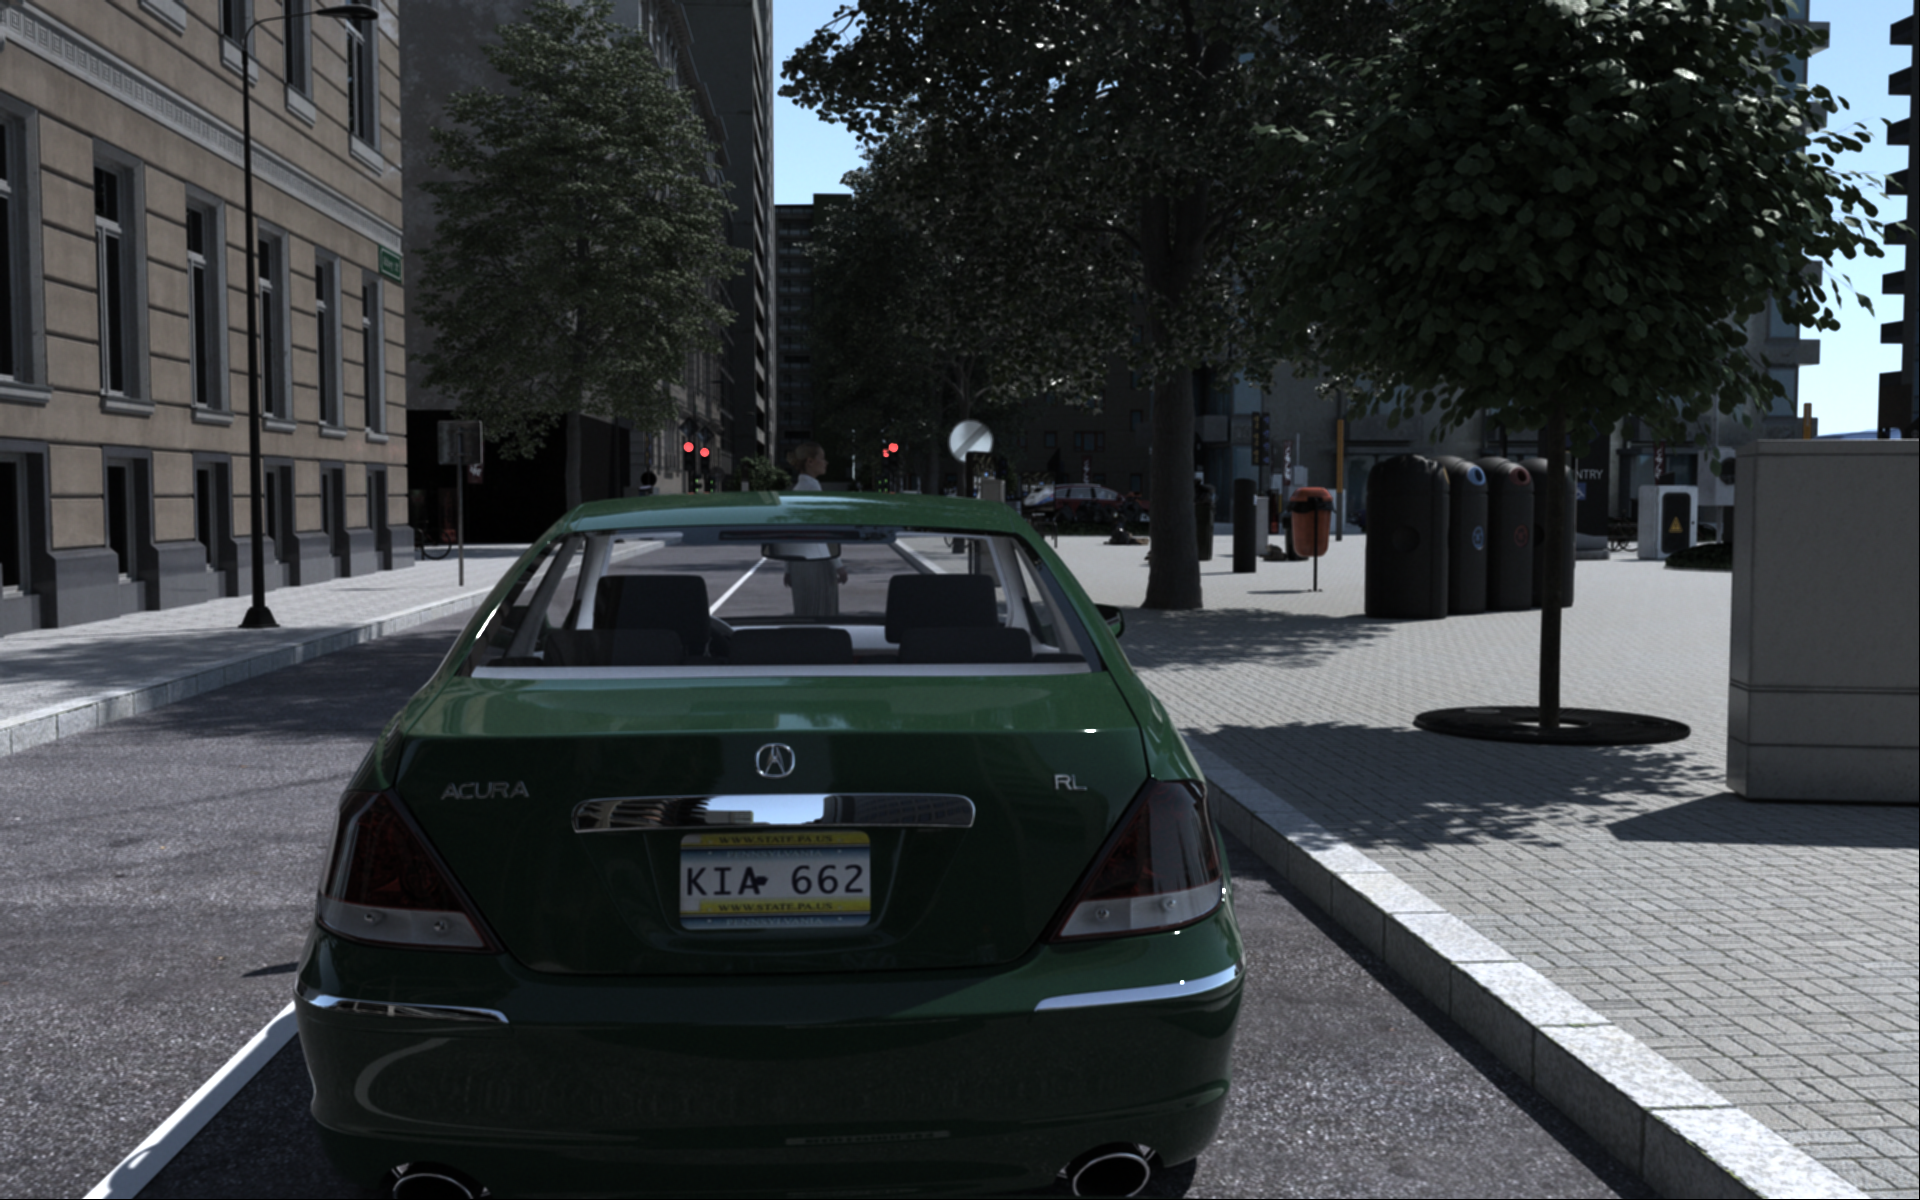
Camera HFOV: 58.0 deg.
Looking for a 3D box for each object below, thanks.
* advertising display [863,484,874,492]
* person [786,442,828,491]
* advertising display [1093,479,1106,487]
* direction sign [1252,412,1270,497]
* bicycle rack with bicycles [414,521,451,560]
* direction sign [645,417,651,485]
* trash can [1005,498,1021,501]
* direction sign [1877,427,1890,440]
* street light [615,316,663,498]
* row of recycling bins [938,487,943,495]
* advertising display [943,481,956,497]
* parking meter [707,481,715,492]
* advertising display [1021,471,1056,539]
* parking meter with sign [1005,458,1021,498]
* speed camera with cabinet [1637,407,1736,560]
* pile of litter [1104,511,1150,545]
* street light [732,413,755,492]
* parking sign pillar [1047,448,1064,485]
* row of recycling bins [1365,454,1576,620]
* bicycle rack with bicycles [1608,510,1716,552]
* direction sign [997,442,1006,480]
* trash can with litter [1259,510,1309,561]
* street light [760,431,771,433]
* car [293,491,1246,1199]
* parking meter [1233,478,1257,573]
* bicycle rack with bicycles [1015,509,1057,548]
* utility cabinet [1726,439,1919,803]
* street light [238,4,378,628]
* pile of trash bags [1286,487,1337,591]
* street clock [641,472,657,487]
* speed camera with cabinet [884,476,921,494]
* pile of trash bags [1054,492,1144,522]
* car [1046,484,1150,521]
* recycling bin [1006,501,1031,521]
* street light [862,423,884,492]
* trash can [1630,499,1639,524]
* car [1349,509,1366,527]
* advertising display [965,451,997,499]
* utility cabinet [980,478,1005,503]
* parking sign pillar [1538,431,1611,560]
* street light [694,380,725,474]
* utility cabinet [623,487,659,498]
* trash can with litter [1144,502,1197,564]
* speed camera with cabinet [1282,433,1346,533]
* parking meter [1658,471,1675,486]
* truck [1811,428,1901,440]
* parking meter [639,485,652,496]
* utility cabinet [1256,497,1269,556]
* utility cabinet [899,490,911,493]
[{"bbox_3d":[-5.864,-6.458,110.803,0.123,1.923,0.974,3,4,37],"label":"advertising display"},{"bbox_3d":[-1.102,-0.211,12.171,0.641,1.798,0.478,-1,4,-11],"label":"person"},{"bbox_3d":[6.184,-4.390,76.988,0.123,1.923,0.974,2,4,34],"label":"advertising display"},{"bbox_3d":[8.312,-3.422,47.946,0.379,3.537,0.876,3,5,40],"label":"direction sign"},{"bbox_3d":[-11.489,-1.189,32.817,2.925,0.926,2.852,0,4,7],"label":"bicycle rack with bicycles"},{"bbox_3d":[-9.032,-3.559,50.187,0.379,3.537,0.876,0,4,-1],"label":"direction sign"},{"bbox_3d":[2.191,-3.654,71.391,0.748,1.137,0.748,0,3,0],"label":"trash can"},{"bbox_3d":[31.520,-4.110,59.189,0.379,3.537,0.876,0,4,5],"label":"direction sign"},{"bbox_3d":[-8.410,-4.444,45.195,1.470,5.913,1.316,0,4,-4],"label":"street light"},{"bbox_3d":[0.416,-5.619,98.989,3.534,1.692,1.069,-1,4,-10],"label":"row of recycling bins"},{"bbox_3d":[-0.324,-4.867,84.793,0.974,1.923,0.123,0,4,7],"label":"advertising display"},{"bbox_3d":[-10.647,-4.166,73.824,0.399,1.863,0.255,-2,4,-30],"label":"parking meter"},{"bbox_3d":[2.206,-2.672,48.902,0.974,1.923,0.123,0,4,-6],"label":"advertising display"},{"bbox_3d":[2.790,-4.693,72.997,1.738,3.016,0.543,0,4,5],"label":"parking meter with sign"},{"bbox_3d":[14.397,-2.431,34.079,2.038,3.252,0.660,-1,4,-17],"label":"speed camera with cabinet"},{"bbox_3d":[4.252,-1.844,44.113,1.176,0.858,1.719,0,4,3],"label":"pile of litter"},{"bbox_3d":[-12.470,-7.740,99.095,1.470,5.913,1.316,0,4,-4],"label":"street light"},{"bbox_3d":[5.606,-6.912,101.481,1.447,3.967,1.447,-2,4,-26],"label":"parking sign pillar"},{"bbox_3d":[5.596,-0.726,18.983,3.534,1.692,1.069,-3,5,-43],"label":"row of recycling bins"},{"bbox_3d":[14.856,-1.512,38.111,2.925,0.926,2.852,3,5,39],"label":"bicycle rack with bicycles"},{"bbox_3d":[1.716,-5.029,74.221,0.379,3.537,0.876,-3,4,-36],"label":"direction sign"},{"bbox_3d":[6.329,-1.342,33.321,1.055,1.170,0.624,-2,4,-25],"label":"trash can with litter"},{"bbox_3d":[-14.588,-9.479,127.529,1.470,5.913,1.316,0,4,-4],"label":"street light"},{"bbox_3d":[-0.470,0.409,5.111,2.131,1.459,4.920,0,4,-4],"label":"car"},{"bbox_3d":[4.659,-1.218,28.325,0.372,1.533,0.369,0,3,0],"label":"parking meter"},{"bbox_3d":[1.092,-1.722,41.537,2.852,0.926,2.925,-1,4,-17],"label":"bicycle rack with bicycles"},{"bbox_3d":[3.861,0.091,7.199,1.173,1.500,0.318,1,4,9],"label":"utility cabinet"},{"bbox_3d":[-6.223,-2.693,16.566,1.470,5.913,1.316,0,4,-4],"label":"street light"},{"bbox_3d":[6.082,-0.818,23.119,3.447,1.369,1.912,0,4,-3],"label":"pile of trash bags"},{"bbox_3d":[-10.195,-3.193,56.777,0.471,2.002,0.358,1,4,8],"label":"street clock"},{"bbox_3d":[-3.073,-5.904,90.858,2.038,3.252,0.660,0,4,-8],"label":"speed camera with cabinet"},{"bbox_3d":[5.142,-3.223,62.443,3.447,1.369,1.912,-2,4,-32],"label":"pile of trash bags"},{"bbox_3d":[5.300,-3.588,67.331,5.304,1.827,2.281,0,4,-3],"label":"car"},{"bbox_3d":[2.112,-3.025,62.007,0.722,1.027,0.722,-2,4,-34],"label":"recycling bin"},{"bbox_3d":[-4.518,-7.140,89.278,1.470,5.913,1.316,0,4,-4],"label":"street light"},{"bbox_3d":[21.682,-2.661,55.158,0.748,1.137,0.748,0,3,0],"label":"trash can"},{"bbox_3d":[17.481,-3.428,68.626,3.894,1.354,1.945,0,4,-4],"label":"car"},{"bbox_3d":[0.327,-1.300,26.469,0.123,1.923,0.974,1,4,23],"label":"advertising display"},{"bbox_3d":[0.475,-0.962,24.404,0.318,1.500,1.173,0,4,4],"label":"utility cabinet"},{"bbox_3d":[12.101,-2.794,34.159,1.447,3.967,1.447,0,4,-4],"label":"parking sign pillar"},{"bbox_3d":[-10.292,-6.011,70.821,1.470,5.913,1.316,0,4,-4],"label":"street light"},{"bbox_3d":[-9.689,-2.695,52.738,1.173,1.500,0.318,2,4,31],"label":"utility cabinet"},{"bbox_3d":[3.801,-1.235,31.574,0.624,1.170,1.055,-3,5,-41],"label":"trash can with litter"},{"bbox_3d":[11.625,-3.826,56.889,2.038,3.252,0.660,-1,4,-14],"label":"speed camera with cabinet"},{"bbox_3d":[18.182,-2.381,44.647,0.399,1.863,0.255,1,4,11],"label":"parking meter"},{"bbox_3d":[43.740,-5.013,71.722,18.799,4.110,2.967,0,4,-4],"label":"truck"},{"bbox_3d":[-8.818,-2.459,48.618,0.372,1.533,0.369,0,3,0],"label":"parking meter"},{"bbox_3d":[6.164,-1.537,36.300,0.306,1.237,1.020,0,4,-8],"label":"utility cabinet"},{"bbox_3d":[-3.362,-5.632,100.759,1.173,1.500,0.318,-3,5,-44],"label":"utility cabinet"}]
